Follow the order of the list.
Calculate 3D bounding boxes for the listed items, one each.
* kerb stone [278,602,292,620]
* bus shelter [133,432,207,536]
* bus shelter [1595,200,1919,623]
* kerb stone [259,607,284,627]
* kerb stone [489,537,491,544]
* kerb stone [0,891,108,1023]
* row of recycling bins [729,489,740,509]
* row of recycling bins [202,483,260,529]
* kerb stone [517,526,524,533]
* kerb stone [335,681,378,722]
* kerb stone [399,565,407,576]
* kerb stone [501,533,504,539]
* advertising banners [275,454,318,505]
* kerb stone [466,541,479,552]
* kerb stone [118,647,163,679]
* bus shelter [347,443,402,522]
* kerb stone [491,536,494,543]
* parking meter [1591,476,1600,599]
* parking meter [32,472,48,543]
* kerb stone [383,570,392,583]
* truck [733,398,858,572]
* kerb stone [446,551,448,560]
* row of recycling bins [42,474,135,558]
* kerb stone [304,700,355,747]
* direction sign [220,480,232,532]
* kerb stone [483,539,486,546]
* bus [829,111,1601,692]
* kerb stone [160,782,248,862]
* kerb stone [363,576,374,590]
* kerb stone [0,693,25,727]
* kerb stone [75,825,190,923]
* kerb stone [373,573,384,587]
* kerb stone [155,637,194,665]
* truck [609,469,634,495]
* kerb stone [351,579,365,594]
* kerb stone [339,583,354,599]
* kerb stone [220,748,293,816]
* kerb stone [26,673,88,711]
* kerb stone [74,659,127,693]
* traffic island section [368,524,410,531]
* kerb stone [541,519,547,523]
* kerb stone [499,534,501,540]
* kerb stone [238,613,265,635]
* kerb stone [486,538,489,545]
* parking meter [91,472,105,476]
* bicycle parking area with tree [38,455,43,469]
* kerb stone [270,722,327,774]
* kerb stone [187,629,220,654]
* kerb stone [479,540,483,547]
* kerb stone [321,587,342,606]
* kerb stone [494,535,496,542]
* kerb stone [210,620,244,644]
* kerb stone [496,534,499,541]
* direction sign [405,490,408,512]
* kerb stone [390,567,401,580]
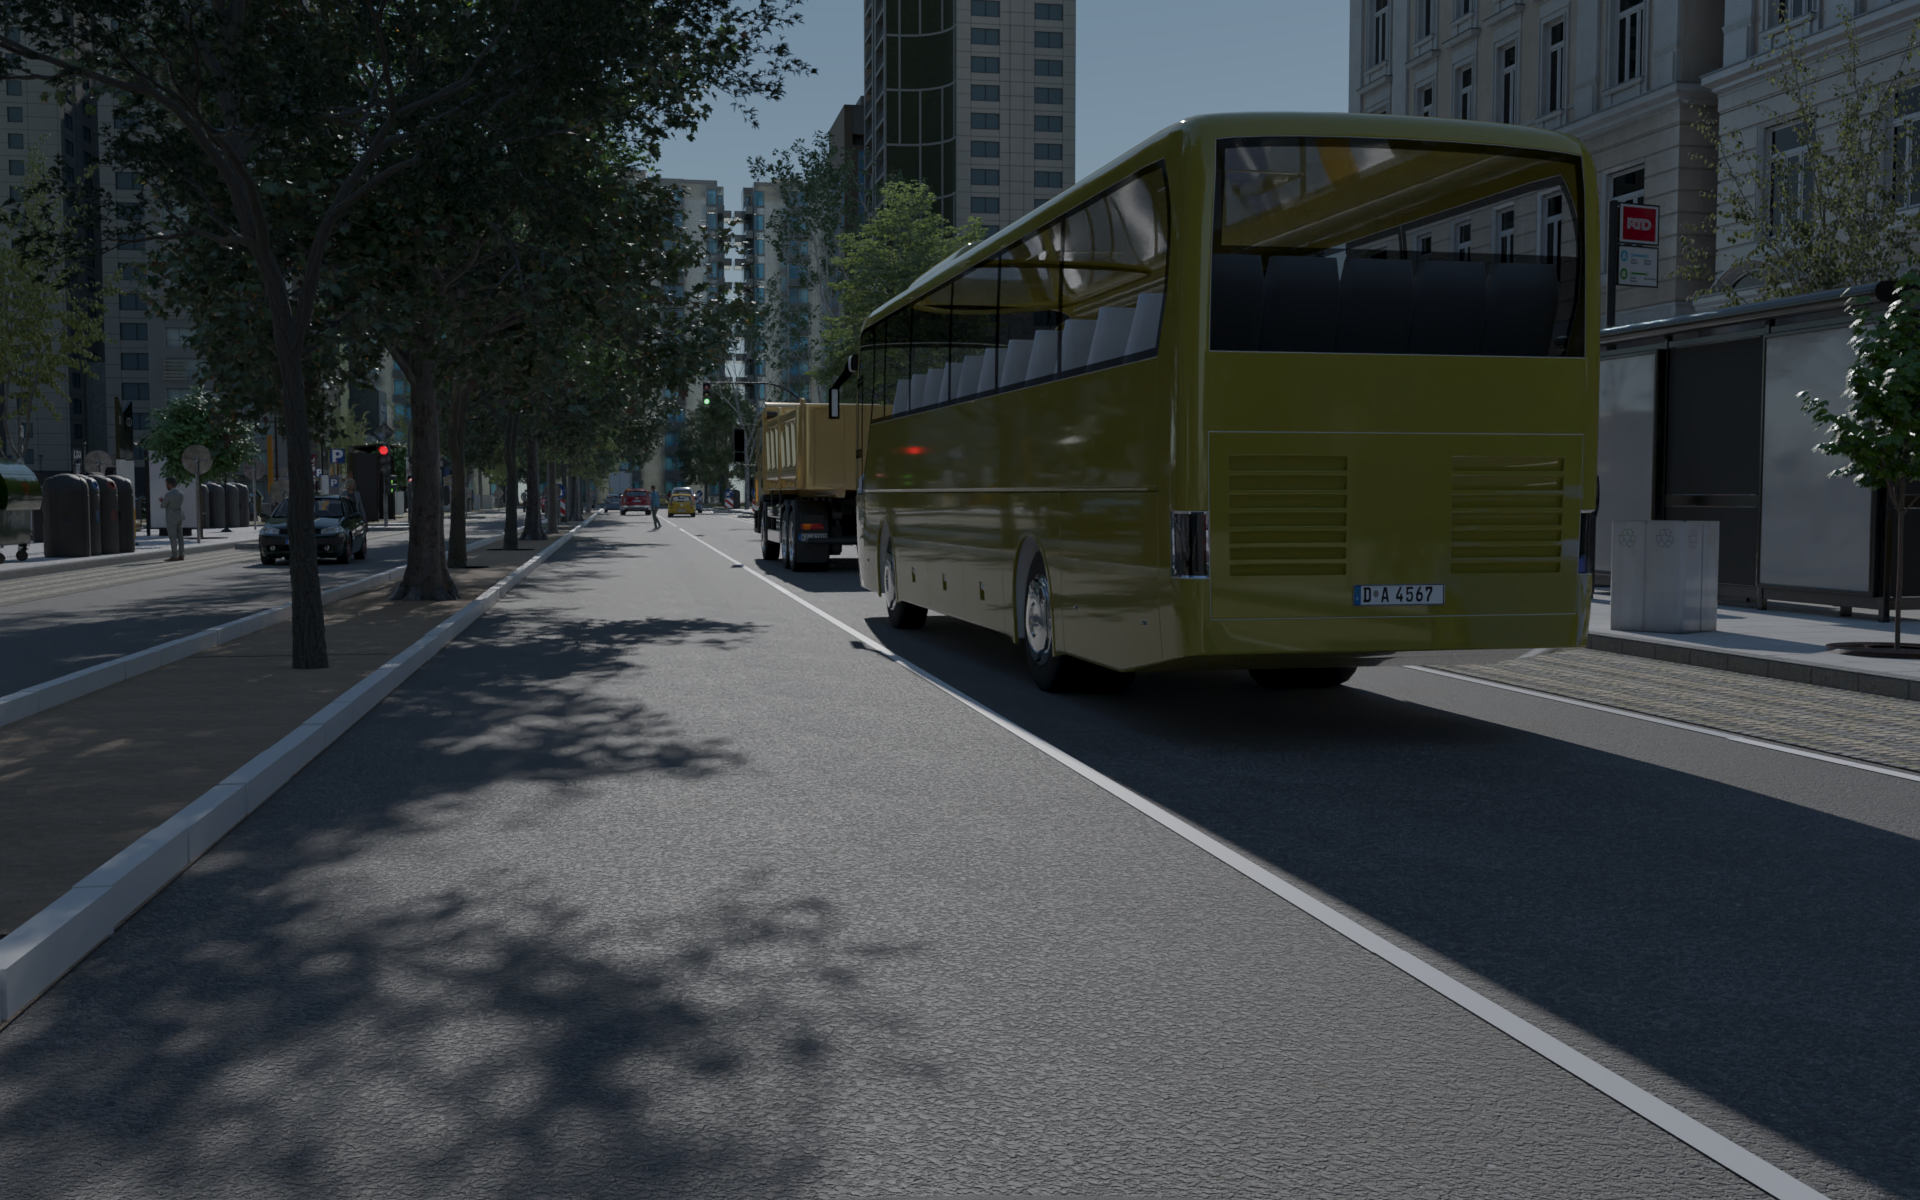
[{"bbox_3d":[-7.735,0.148,19.822,0.120,0.150,1.000,-1,4,-11],"label":"kerb stone"},{"bbox_3d":[-24.580,-3.760,55.398,2.014,3.302,5.546,-1,4,-11],"label":"bus shelter"},{"bbox_3d":[9.160,-2.678,21.424,2.179,5.291,8.768,-1,4,-11],"label":"bus shelter"},{"bbox_3d":[-7.537,0.207,18.819,0.120,0.150,1.000,-1,4,-11],"label":"kerb stone"},{"bbox_3d":[-13.429,-1.639,48.999,0.120,0.150,1.000,-1,4,-11],"label":"kerb stone"},{"bbox_3d":[-2.731,1.042,5.161,0.120,0.150,1.000,-1,4,-11],"label":"kerb stone"},{"bbox_3d":[-19.695,-8.831,151.504,1.069,1.692,3.534,-1,4,-10],"label":"row of recycling bins"},{"bbox_3d":[-28.173,-3.591,65.818,1.069,1.692,3.534,1,4,9],"label":"row of recycling bins"},{"bbox_3d":[-16.965,-2.745,67.079,0.120,0.150,1.000,-1,4,-11],"label":"kerb stone"},{"bbox_3d":[-3.915,0.672,11.205,0.120,0.150,1.000,-1,4,-11],"label":"kerb stone"},{"bbox_3d":[-9.705,-0.467,29.873,0.120,0.150,1.000,-1,4,-11],"label":"kerb stone"},{"bbox_3d":[-14.411,-1.946,54.013,0.120,0.150,1.000,-1,4,-11],"label":"kerb stone"},{"bbox_3d":[-29.105,-4.877,75.920,0.090,3.025,2.074,3,5,42],"label":"advertising banners"},{"bbox_3d":[-12.647,-1.389,44.969,0.120,0.150,1.000,-1,4,-11],"label":"kerb stone"},{"bbox_3d":[-6.561,0.516,13.788,0.120,0.150,1.000,-1,4,-11],"label":"kerb stone"},{"bbox_3d":[-27.649,-5.547,81.969,1.731,3.624,6.357,-1,4,-11],"label":"bus shelter"},{"bbox_3d":[-13.623,-1.701,50.002,0.120,0.150,1.000,-1,4,-11],"label":"kerb stone"},{"bbox_3d":[7.586,-0.947,21.196,0.399,1.863,0.255,3,4,37],"label":"parking meter"},{"bbox_3d":[-24.256,-2.446,45.696,0.399,1.863,0.255,-3,5,-43],"label":"parking meter"},{"bbox_3d":[-9.311,-0.342,27.867,0.120,0.150,1.000,-1,4,-11],"label":"kerb stone"},{"bbox_3d":[-2.650,-2.436,35.749,3.469,3.379,9.791,-1,4,-12],"label":"truck"},{"bbox_3d":[-11.467,-1.015,38.924,0.120,0.150,1.000,-1,4,-11],"label":"kerb stone"},{"bbox_3d":[-18.394,-1.800,36.538,1.069,1.692,3.534,0,4,-7],"label":"row of recycling bins"},{"bbox_3d":[-3.717,0.735,10.196,0.120,0.150,1.000,-1,4,-11],"label":"kerb stone"},{"bbox_3d":[-24.905,-4.079,58.696,0.876,3.537,0.379,1,4,23],"label":"direction sign"},{"bbox_3d":[-13.030,-1.516,46.988,0.120,0.150,1.000,-1,4,-11],"label":"kerb stone"},{"bbox_3d":[1.114,-1.465,15.498,2.896,3.916,12.252,-1,4,-12],"label":"bus"},{"bbox_3d":[-3.128,0.923,7.166,0.120,0.150,1.000,-1,4,-11],"label":"kerb stone"},{"bbox_3d":[-8.917,-0.224,25.861,0.120,0.150,1.000,-1,4,-11],"label":"kerb stone"},{"bbox_3d":[-5.966,0.702,10.773,0.120,0.150,1.000,-1,4,-11],"label":"kerb stone"},{"bbox_3d":[-2.936,0.981,6.162,0.120,0.150,1.000,-1,4,-11],"label":"kerb stone"},{"bbox_3d":[-9.107,-0.286,26.866,0.120,0.150,1.000,-1,4,-11],"label":"kerb stone"},{"bbox_3d":[-6.756,0.452,14.799,0.120,0.150,1.000,-1,4,-11],"label":"kerb stone"},{"bbox_3d":[-39.457,-13.011,201.647,2.839,4.237,11.283,-1,4,-9],"label":"truck"},{"bbox_3d":[-8.718,-0.162,24.854,0.120,0.150,1.000,-1,4,-11],"label":"kerb stone"},{"bbox_3d":[-8.518,-0.101,23.852,0.120,0.150,1.000,-1,4,-11],"label":"kerb stone"},{"bbox_3d":[-3.322,0.857,8.180,0.120,0.150,1.000,-1,4,-11],"label":"kerb stone"},{"bbox_3d":[-6.165,0.637,11.775,0.120,0.150,1.000,-1,4,-11],"label":"kerb stone"},{"bbox_3d":[-6.369,0.576,12.780,0.120,0.150,1.000,-1,4,-11],"label":"kerb stone"},{"bbox_3d":[-22.503,-2.787,67.851,2.009,0.180,2.903,-1,4,-11],"label":"traffic island section"},{"bbox_3d":[-20.797,-3.950,86.770,0.120,0.150,1.000,-1,4,-11],"label":"kerb stone"},{"bbox_3d":[-14.210,-1.885,53.011,0.120,0.150,1.000,-1,4,-11],"label":"kerb stone"},{"bbox_3d":[-7.343,0.270,17.815,0.120,0.150,1.000,-1,4,-11],"label":"kerb stone"},{"bbox_3d":[-13.235,-1.577,47.991,0.120,0.150,1.000,-1,4,-11],"label":"kerb stone"},{"bbox_3d":[-22.861,-2.465,46.018,0.399,1.863,0.255,3,4,37],"label":"parking meter"},{"bbox_3d":[-65.735,-8.711,129.430,8.231,4.147,9.016,-1,4,-23],"label":"bicycle parking area with tree"},{"bbox_3d":[-3.524,0.805,9.191,0.120,0.150,1.000,-1,4,-11],"label":"kerb stone"},{"bbox_3d":[-6.958,0.398,15.806,0.120,0.150,1.000,-1,4,-11],"label":"kerb stone"},{"bbox_3d":[-12.841,-1.453,45.975,0.120,0.150,1.000,-1,4,-11],"label":"kerb stone"},{"bbox_3d":[-8.328,-0.040,22.845,0.120,0.150,1.000,-1,4,-11],"label":"kerb stone"},{"bbox_3d":[-13.829,-1.762,51.003,0.120,0.150,1.000,-1,4,-11],"label":"kerb stone"},{"bbox_3d":[-7.150,0.329,16.811,0.120,0.150,1.000,-1,4,-11],"label":"kerb stone"},{"bbox_3d":[-14.020,-1.823,52.007,0.120,0.150,1.000,-1,4,-11],"label":"kerb stone"},{"bbox_3d":[-38.861,-7.913,121.382,0.876,3.537,0.379,2,4,34],"label":"direction sign"},{"bbox_3d":[-9.491,-0.408,28.873,0.120,0.150,1.000,-1,4,-11],"label":"kerb stone"}]
